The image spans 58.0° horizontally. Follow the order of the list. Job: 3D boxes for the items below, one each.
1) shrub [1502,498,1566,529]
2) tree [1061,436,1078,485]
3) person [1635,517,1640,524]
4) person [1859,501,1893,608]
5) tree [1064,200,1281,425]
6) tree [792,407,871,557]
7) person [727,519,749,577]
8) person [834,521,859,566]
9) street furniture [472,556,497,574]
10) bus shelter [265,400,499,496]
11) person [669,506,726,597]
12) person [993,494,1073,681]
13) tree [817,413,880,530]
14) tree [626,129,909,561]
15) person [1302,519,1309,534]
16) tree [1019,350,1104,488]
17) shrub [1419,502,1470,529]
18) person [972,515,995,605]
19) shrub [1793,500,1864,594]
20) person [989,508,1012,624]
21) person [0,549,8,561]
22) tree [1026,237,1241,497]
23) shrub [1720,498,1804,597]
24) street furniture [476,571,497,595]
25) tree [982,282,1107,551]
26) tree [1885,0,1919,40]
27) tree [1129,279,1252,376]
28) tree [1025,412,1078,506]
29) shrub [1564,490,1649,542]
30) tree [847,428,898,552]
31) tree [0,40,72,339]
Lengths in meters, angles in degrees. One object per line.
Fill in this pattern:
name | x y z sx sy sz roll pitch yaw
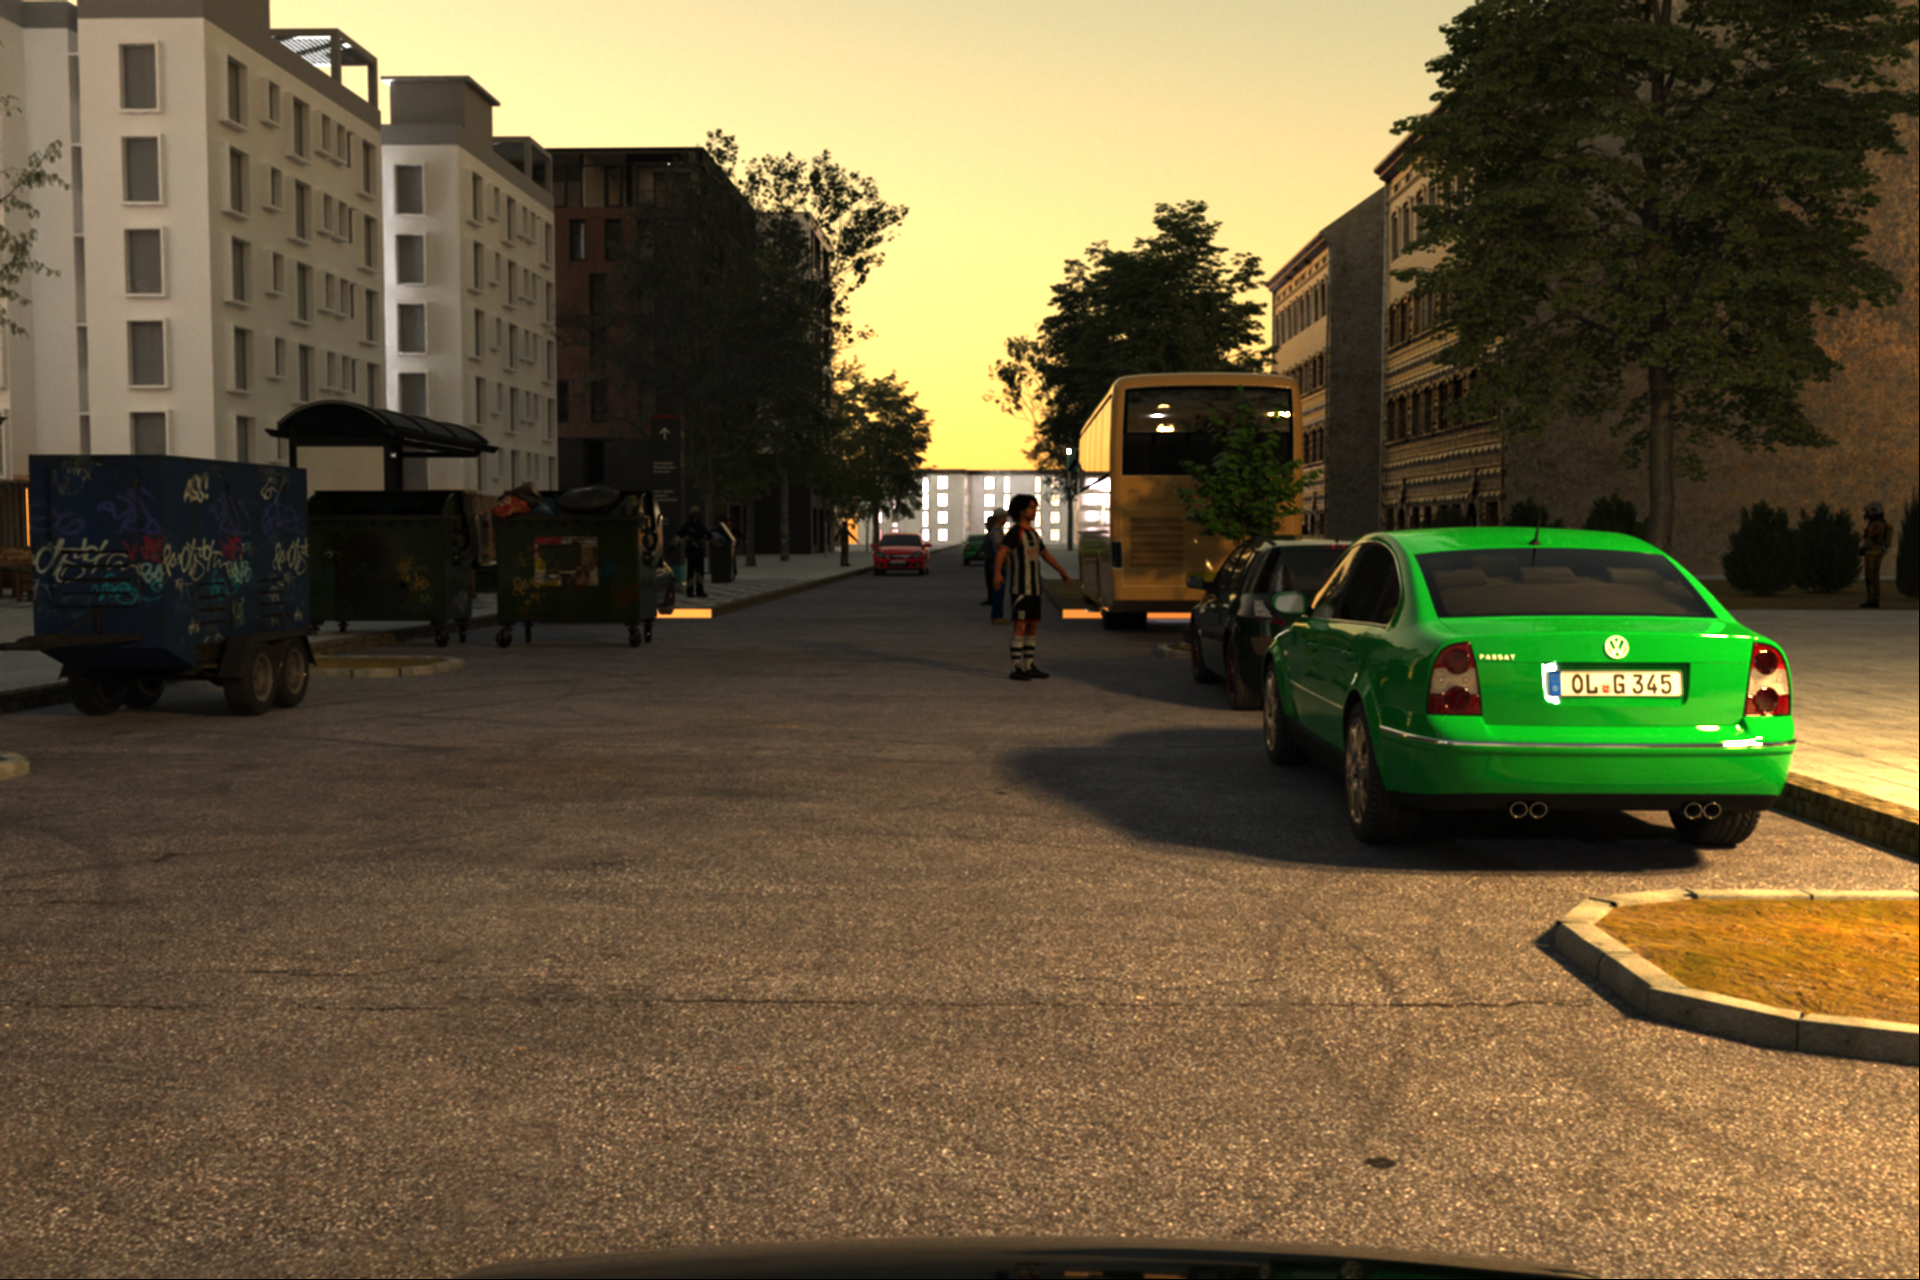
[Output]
shrub | 11.660 -1.934 35.668 1.661 2.075 1.752 0 3 0
tree | 7.912 -8.927 96.311 4.737 8.622 4.395 0 3 0
person | 19.297 -2.648 49.753 1.216 1.772 0.721 -3 4 -36
person | 15.912 -1.497 30.239 0.705 1.858 1.354 2 4 34
tree | 7.253 -8.629 59.209 7.486 12.596 7.792 0 3 0
tree | -7.218 -8.909 96.019 4.737 8.622 4.395 0 3 0
person | -6.954 -2.785 52.256 1.216 1.740 0.721 0 4 7
person | -4.606 -3.867 69.497 1.348 1.796 0.705 3 5 42
street furniture | -14.763 -1.939 47.329 10.072 0.657 5.734 -2 4 -30
bus shelter | -9.471 -2.146 29.003 2.014 3.302 5.546 0 4 1
person | -5.386 -1.806 35.313 1.354 1.856 0.705 -3 5 -43
person | 0.667 -0.518 17.078 0.704 1.843 1.345 2 4 35
tree | -6.880 -9.405 104.139 4.360 8.622 3.978 0 3 0
tree | -9.098 -13.816 81.788 12.611 20.169 13.585 0 3 0
person | 9.928 -2.723 50.740 0.704 1.802 1.346 -1 4 -22
tree | 8.642 -11.960 105.914 12.009 13.543 11.850 0 3 0
shrub | 11.562 -2.227 40.831 1.690 2.028 1.600 0 3 0
person | 0.607 -1.618 35.045 0.705 1.813 1.348 1 4 23
shrub | 18.709 -2.023 37.488 1.690 2.028 1.600 0 3 0
person | 0.647 -1.181 27.617 0.705 1.847 1.347 0 4 -7
person | -13.097 -0.969 22.598 1.215 1.744 0.721 -3 5 -43
tree | 7.760 -10.271 74.592 9.857 13.997 8.962 0 3 0
shrub | 16.595 -1.919 35.802 1.690 2.028 1.600 0 3 0
street furniture | -12.848 -1.442 39.195 10.072 0.657 5.734 0 4 1
tree | 8.053 -16.903 132.250 12.611 20.169 13.585 0 3 0
tree | 27.947 -11.289 40.461 12.611 20.169 13.585 0 3 0
tree | 6.720 -6.124 50.492 4.737 8.622 4.395 0 3 0
tree | 8.863 -11.292 119.042 8.767 10.594 7.601 -1 4 -10
shrub | 11.659 -1.653 31.061 1.661 2.075 1.752 0 3 0
tree | -6.428 -10.421 120.753 4.737 8.622 4.395 0 3 0
tree | -12.617 -4.246 19.791 4.360 8.622 3.978 0 3 0
